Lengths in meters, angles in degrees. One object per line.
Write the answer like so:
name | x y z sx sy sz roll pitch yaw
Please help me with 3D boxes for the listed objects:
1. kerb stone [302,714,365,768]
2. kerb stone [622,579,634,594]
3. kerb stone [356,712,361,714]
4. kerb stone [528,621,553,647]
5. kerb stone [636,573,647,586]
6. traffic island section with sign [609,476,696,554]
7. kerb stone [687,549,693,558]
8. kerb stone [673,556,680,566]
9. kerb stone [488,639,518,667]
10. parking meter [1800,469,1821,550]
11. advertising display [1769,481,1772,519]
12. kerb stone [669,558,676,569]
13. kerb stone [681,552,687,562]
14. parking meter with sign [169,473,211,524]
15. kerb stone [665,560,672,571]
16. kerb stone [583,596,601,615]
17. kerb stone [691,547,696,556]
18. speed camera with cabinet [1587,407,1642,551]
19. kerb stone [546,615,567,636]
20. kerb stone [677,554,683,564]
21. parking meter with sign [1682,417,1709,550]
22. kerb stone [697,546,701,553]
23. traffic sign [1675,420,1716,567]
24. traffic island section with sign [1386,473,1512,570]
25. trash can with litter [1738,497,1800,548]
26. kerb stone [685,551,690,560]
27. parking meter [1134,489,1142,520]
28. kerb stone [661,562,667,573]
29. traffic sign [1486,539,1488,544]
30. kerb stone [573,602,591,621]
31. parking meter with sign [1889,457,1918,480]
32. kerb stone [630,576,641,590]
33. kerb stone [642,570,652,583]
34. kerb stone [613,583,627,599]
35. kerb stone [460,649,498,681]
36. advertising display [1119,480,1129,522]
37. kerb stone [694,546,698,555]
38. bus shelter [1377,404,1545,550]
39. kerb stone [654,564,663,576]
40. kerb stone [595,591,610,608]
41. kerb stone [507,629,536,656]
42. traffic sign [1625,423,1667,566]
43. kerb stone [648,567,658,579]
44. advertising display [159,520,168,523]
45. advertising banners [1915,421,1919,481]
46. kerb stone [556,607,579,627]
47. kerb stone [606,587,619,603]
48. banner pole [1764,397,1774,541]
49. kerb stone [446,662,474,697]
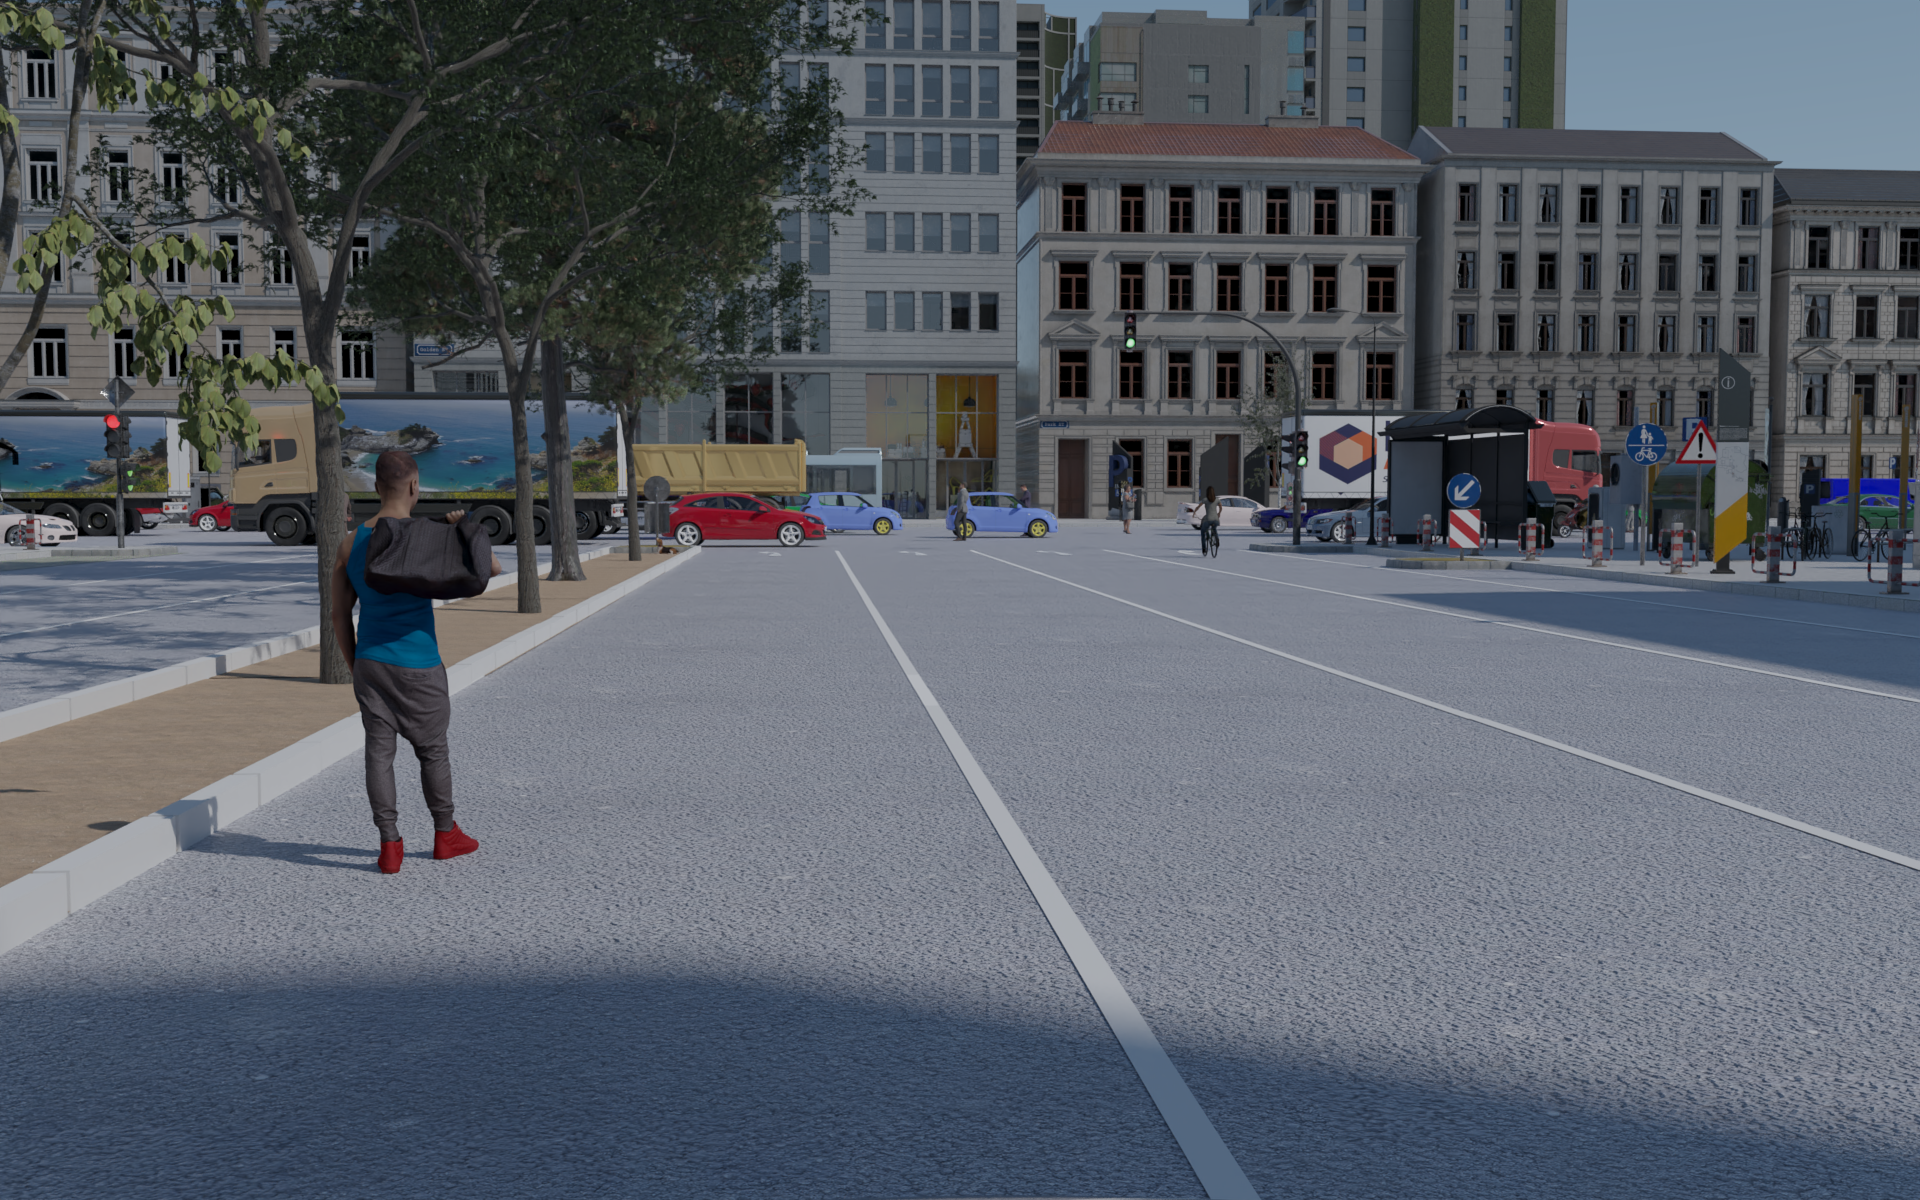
kerb stone | -3.418 0.779 9.472 0.120 0.150 1.000 0 4 -5
kerb stone | -4.821 -0.162 24.848 0.120 0.150 1.000 0 4 -5
kerb stone | -3.504 0.716 10.500 0.120 0.150 1.000 0 4 -5
kerb stone | -4.073 0.339 16.648 0.120 0.150 1.000 0 4 -5
kerb stone | -5.008 -0.288 26.899 0.120 0.150 1.000 0 4 -5
traffic island section with sign | -7.487 -2.100 42.476 2.006 1.907 1.989 0 4 -5
kerb stone | -6.036 -0.979 38.206 0.120 0.150 1.000 0 4 -5
kerb stone | -5.668 -0.725 34.099 0.120 0.150 1.000 0 4 -5
kerb stone | -3.888 0.468 14.603 0.120 0.150 1.000 0 4 -5
parking meter | 19.589 -2.093 39.932 0.399 1.863 0.255 3 4 38
advertising display | 40.837 -5.060 87.948 0.123 1.923 0.974 -1 4 -10
kerb stone | -5.570 -0.665 33.075 0.120 0.150 1.000 0 4 -5
kerb stone | -5.856 -0.854 36.153 0.120 0.150 1.000 0 4 -5
parking meter with sign | -33.548 -4.846 75.495 0.543 3.016 1.738 3 5 43
kerb stone | -5.475 -0.603 32.048 0.120 0.150 1.000 0 4 -5
kerb stone | -4.446 0.088 20.754 0.120 0.150 1.000 0 4 -5
kerb stone | -6.131 -1.042 39.229 0.120 0.150 1.000 0 4 -5
speed camera with cabinet | 15.125 -2.790 39.959 0.660 3.252 2.038 0 4 0
kerb stone | -4.168 0.285 17.675 0.120 0.150 1.000 0 4 -5
kerb stone | -5.758 -0.791 35.122 0.120 0.150 1.000 0 4 -5
parking meter with sign | 17.189 -2.670 39.911 0.543 3.016 1.738 3 5 41
kerb stone | -6.322 -1.167 41.282 0.120 0.150 1.000 0 4 -5
traffic sign | 13.014 -1.867 30.522 0.884 2.594 0.081 0 4 -2
traffic island section with sign | 9.418 -1.535 33.731 1.989 1.847 2.006 0 4 -5
trash can with litter | 19.971 -1.901 42.133 1.678 1.210 2.233 1 4 16
kerb stone | -5.952 -0.916 37.175 0.120 0.150 1.000 0 4 -5
parking meter | 8.690 -4.661 84.625 0.372 1.533 0.369 0 3 0
kerb stone | -5.393 -0.540 31.025 0.120 0.150 1.000 0 4 -5
traffic sign | 13.631 -2.733 44.782 0.768 2.556 0.104 0 4 -1
kerb stone | -4.354 0.152 19.726 0.120 0.150 1.000 0 4 -5
parking meter with sign | 44.920 -5.242 81.973 1.738 3.016 0.543 0 4 -5
kerb stone | -4.913 -0.225 25.871 0.120 0.150 1.000 0 4 -5
kerb stone | -5.108 -0.349 27.932 0.120 0.150 1.000 0 4 -5
kerb stone | -4.733 -0.099 23.821 0.120 0.150 1.000 0 4 -5
kerb stone | -3.796 0.527 13.580 0.120 0.150 1.000 0 4 -5
advertising display | 7.676 -4.646 81.169 0.123 1.923 0.974 2 4 28
kerb stone | -6.234 -1.105 40.257 0.120 0.150 1.000 0 4 -5
bus shelter | 11.943 -2.930 41.822 2.014 3.302 5.546 0 4 -5
kerb stone | -5.296 -0.476 30.003 0.120 0.150 1.000 0 4 -5
kerb stone | -4.544 0.026 21.776 0.120 0.150 1.000 0 4 -5
kerb stone | -3.983 0.402 15.625 0.120 0.150 1.000 0 4 -5
traffic sign | 12.253 -1.891 31.025 0.768 2.556 0.104 0 4 -3
kerb stone | -5.200 -0.414 28.969 0.120 0.150 1.000 0 4 -5
advertising display | -35.701 -4.432 77.674 0.123 1.923 0.974 0 4 5
advertising banners | 23.449 -2.827 42.404 0.090 3.025 2.074 2 4 31
kerb stone | -4.268 0.214 18.701 0.120 0.150 1.000 0 4 -5
kerb stone | -4.637 -0.031 22.799 0.120 0.150 1.000 0 4 -5
banner pole | 20.768 -3.336 44.565 0.401 3.779 0.863 3 4 37
kerb stone | -3.699 0.594 12.558 0.120 0.150 1.000 0 4 -5
